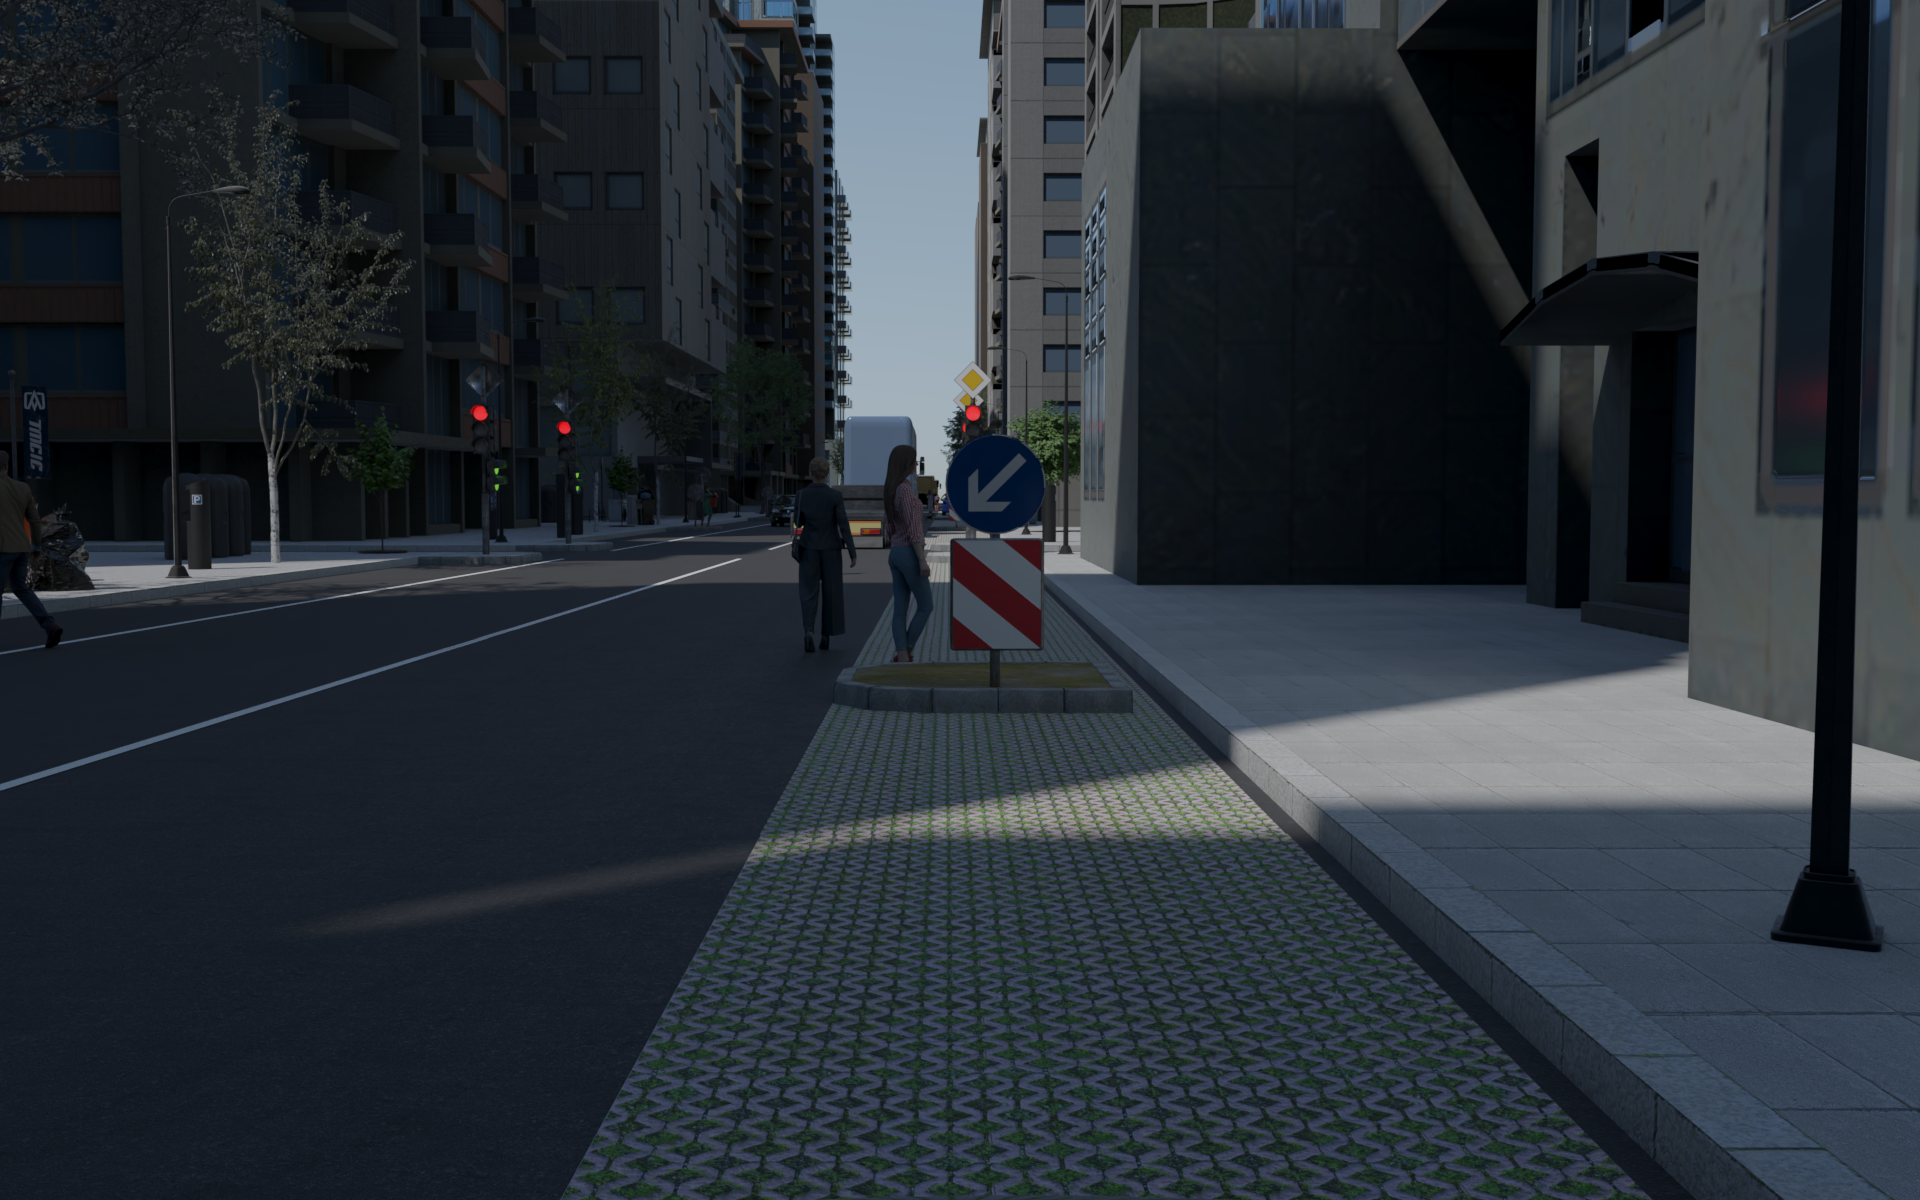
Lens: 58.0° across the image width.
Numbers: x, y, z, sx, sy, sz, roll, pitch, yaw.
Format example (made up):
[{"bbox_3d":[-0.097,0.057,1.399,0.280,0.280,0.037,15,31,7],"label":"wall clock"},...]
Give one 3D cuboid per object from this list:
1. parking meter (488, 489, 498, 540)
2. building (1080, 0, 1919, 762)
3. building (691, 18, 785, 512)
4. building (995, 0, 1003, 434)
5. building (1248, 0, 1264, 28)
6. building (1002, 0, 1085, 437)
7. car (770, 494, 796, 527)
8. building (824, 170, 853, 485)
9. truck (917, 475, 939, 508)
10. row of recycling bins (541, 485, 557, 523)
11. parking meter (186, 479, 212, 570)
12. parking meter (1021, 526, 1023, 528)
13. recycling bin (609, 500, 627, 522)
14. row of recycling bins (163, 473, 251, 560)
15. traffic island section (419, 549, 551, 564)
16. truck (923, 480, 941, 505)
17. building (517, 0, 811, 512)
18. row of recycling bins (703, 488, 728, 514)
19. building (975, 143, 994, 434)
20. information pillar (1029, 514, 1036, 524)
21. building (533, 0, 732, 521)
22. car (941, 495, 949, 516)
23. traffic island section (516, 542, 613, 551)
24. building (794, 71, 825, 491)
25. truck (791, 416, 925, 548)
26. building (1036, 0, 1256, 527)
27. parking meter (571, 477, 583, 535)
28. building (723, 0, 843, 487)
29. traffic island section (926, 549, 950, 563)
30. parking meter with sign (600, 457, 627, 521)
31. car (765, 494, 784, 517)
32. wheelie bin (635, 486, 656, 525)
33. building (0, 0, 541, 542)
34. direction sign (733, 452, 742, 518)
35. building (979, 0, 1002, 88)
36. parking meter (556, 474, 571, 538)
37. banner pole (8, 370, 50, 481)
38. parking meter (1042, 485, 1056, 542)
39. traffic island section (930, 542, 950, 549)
[{"bbox_3d":[-13.188,-2.460,48.631,0.372,1.533,0.369,0,3,0],"label":"parking meter"},{"bbox_3d":[13.683,-43.066,16.807,22.319,86.520,31.000,0,4,0],"label":"building"},{"bbox_3d":[-30.063,-26.924,132.091,32.217,40.220,23.993,0,4,0],"label":"building"},{"bbox_3d":[14.317,-30.468,152.777,22.147,44.769,28.867,0,4,0],"label":"building"},{"bbox_3d":[16.943,-24.588,52.121,14.200,45.320,14.600,0,4,0],"label":"building"},{"bbox_3d":[13.065,-34.432,104.959,21.231,58.520,28.212,0,4,0],"label":"building"},{"bbox_3d":[-7.453,-4.152,77.669,2.009,1.686,4.222,0,4,2],"label":"car"},{"bbox_3d":[-27.083,-38.584,250.464,23.786,49.044,30.456,0,4,0],"label":"building"},{"bbox_3d":[-3.911,-11.168,178.520,3.469,3.379,9.791,0,4,0],"label":"truck"},{"bbox_3d":[-18.163,-4.354,78.297,1.069,1.692,3.534,1,4,9],"label":"row of recycling bins"},{"bbox_3d":[-12.976,-1.291,29.523,0.372,1.533,0.369,0,3,0],"label":"parking meter"},{"bbox_3d":[2.200,-3.696,66.147,0.255,1.863,0.399,3,5,44],"label":"parking meter"},{"bbox_3d":[-15.858,-4.149,80.393,0.722,1.027,0.722,0,4,5],"label":"recycling bin"},{"bbox_3d":[-15.283,-1.726,35.336,1.069,1.692,3.534,0,4,-6],"label":"row of recycling bins"},{"bbox_3d":[-10.096,-0.890,36.834,2.009,0.180,2.903,0,4,0],"label":"traffic island section"},{"bbox_3d":[-4.293,-14.700,236.270,3.469,3.379,9.791,0,4,0],"label":"truck"},{"bbox_3d":[-25.433,-30.835,158.775,22.147,44.769,28.867,0,4,0],"label":"building"},{"bbox_3d":[-16.188,-6.582,114.734,1.069,1.692,3.534,1,4,10],"label":"row of recycling bins"},{"bbox_3d":[9.355,-34.613,216.027,14.600,45.320,14.200,0,4,0],"label":"building"},{"bbox_3d":[3.089,-4.223,73.534,0.304,2.012,0.304,0,4,5],"label":"information pillar"},{"bbox_3d":[-27.662,-30.891,94.306,28.713,52.752,27.495,0,4,0],"label":"building"},{"bbox_3d":[-0.343,-6.486,115.630,1.945,1.707,3.694,0,4,1],"label":"car"},{"bbox_3d":[-10.149,-1.378,44.818,2.009,0.180,2.903,0,4,0],"label":"traffic island section"},{"bbox_3d":[-21.566,-32.447,180.623,14.600,45.320,14.200,0,4,0],"label":"building"},{"bbox_3d":[-2.947,-3.929,53.998,2.967,4.110,18.799,0,4,1],"label":"truck"},{"bbox_3d":[13.884,-38.613,69.574,20.563,71.187,20.611,0,4,0],"label":"building"},{"bbox_3d":[-12.060,-2.981,54.453,0.255,1.863,0.399,2,4,32],"label":"parking meter"},{"bbox_3d":[-25.737,-55.401,218.478,22.319,86.520,31.000,0,4,0],"label":"building"},{"bbox_3d":[0.295,-0.894,36.897,2.009,0.180,2.903,0,4,0],"label":"traffic island section"},{"bbox_3d":[-15.984,-5.204,81.352,1.738,3.016,0.543,0,4,-7],"label":"parking meter with sign"},{"bbox_3d":[-10.272,-5.416,100.553,2.014,1.417,4.499,0,4,-1],"label":"car"},{"bbox_3d":[-12.994,-3.889,71.496,0.693,1.594,0.980,-3,4,-39],"label":"wheelie bin"},{"bbox_3d":[-26.048,-24.699,58.447,22.147,44.769,28.867,0,4,0],"label":"building"},{"bbox_3d":[-12.326,-6.379,96.295,0.379,3.537,0.876,1,4,19],"label":"direction sign"},{"bbox_3d":[16.561,-36.174,180.678,28.713,52.752,27.495,0,4,0],"label":"building"},{"bbox_3d":[-11.628,-2.746,50.604,0.255,1.863,0.399,0,4,-1],"label":"parking meter"},{"bbox_3d":[-18.899,-2.758,35.116,0.863,3.779,0.401,-2,4,-29],"label":"banner pole"},{"bbox_3d":[2.377,-2.310,46.173,0.372,1.533,0.369,0,3,0],"label":"parking meter"},{"bbox_3d":[0.242,-1.382,44.882,2.009,0.180,2.903,0,4,0],"label":"traffic island section"}]
